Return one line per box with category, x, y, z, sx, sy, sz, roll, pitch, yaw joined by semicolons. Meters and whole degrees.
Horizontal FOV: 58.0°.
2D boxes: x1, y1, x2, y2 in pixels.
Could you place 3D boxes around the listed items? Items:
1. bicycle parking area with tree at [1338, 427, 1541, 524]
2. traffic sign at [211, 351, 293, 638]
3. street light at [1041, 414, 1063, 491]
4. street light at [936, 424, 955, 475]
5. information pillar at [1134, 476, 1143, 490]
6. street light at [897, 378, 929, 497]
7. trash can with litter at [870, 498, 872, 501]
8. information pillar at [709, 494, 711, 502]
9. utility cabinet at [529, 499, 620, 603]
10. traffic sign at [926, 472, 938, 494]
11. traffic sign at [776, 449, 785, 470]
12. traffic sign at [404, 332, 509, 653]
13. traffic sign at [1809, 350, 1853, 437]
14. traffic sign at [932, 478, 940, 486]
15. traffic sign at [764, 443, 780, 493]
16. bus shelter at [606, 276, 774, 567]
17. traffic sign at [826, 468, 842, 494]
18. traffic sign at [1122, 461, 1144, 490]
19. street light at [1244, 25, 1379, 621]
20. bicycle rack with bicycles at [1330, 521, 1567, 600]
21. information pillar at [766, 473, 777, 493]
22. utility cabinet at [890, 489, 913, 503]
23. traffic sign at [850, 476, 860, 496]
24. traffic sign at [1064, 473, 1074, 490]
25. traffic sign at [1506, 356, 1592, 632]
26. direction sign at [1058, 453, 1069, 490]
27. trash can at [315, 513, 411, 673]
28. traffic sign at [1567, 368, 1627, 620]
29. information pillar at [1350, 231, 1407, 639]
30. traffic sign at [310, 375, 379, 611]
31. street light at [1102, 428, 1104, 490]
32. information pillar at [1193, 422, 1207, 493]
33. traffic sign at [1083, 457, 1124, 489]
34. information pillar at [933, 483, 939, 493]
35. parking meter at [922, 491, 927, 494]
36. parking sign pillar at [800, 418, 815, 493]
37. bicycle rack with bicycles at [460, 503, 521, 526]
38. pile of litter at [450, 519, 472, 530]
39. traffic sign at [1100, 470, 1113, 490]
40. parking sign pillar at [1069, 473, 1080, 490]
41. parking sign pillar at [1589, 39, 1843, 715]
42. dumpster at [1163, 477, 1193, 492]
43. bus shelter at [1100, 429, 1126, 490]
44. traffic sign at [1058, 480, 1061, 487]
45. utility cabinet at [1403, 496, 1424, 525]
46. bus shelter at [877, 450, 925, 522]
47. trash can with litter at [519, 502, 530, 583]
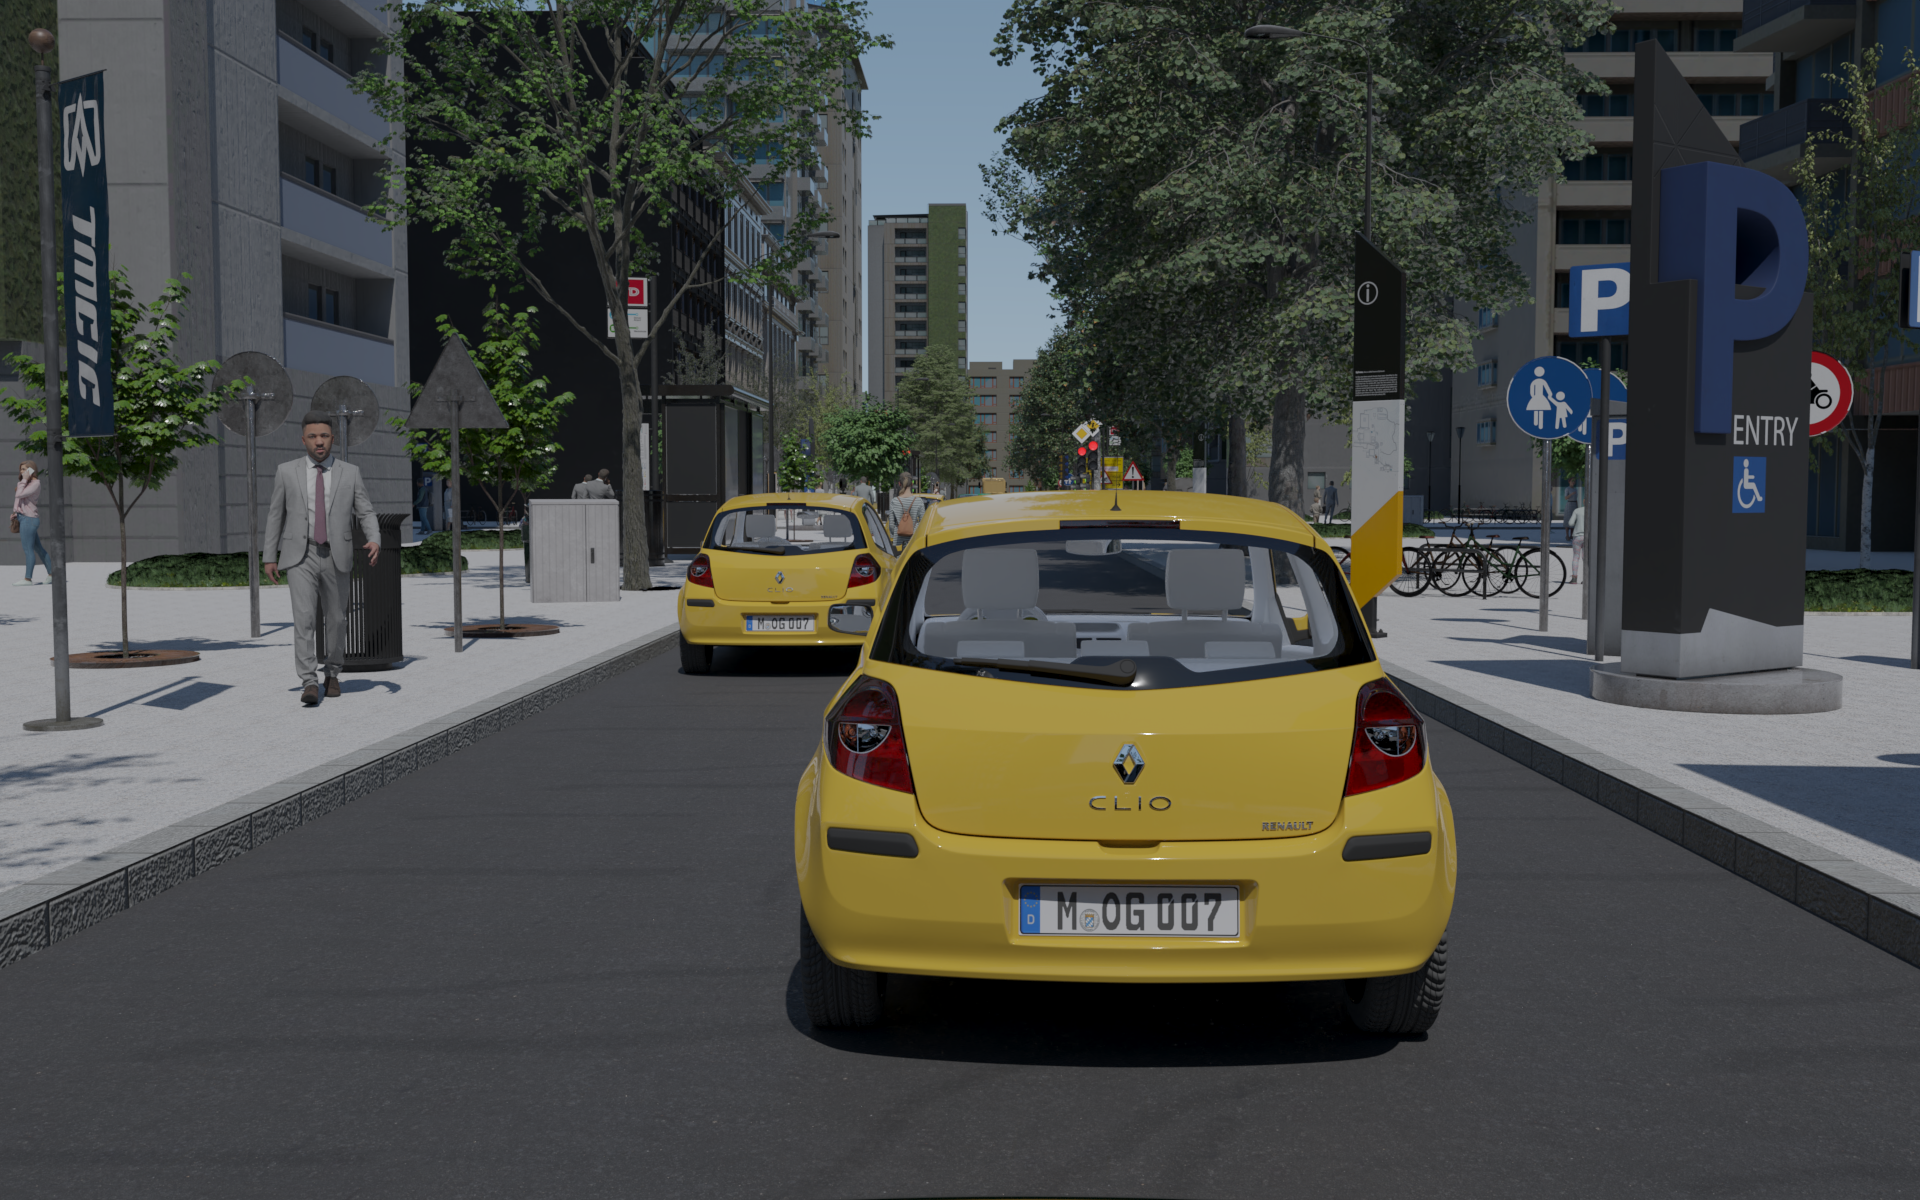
bicycle parking area with tree;21.286;-5.487;76.714;9.016;4.147;8.231;1;4;15
traffic sign;-6.303;-0.937;15.419;0.768;2.556;0.104;0;4;7
street light;5.373;-7.815;100.317;1.470;5.913;1.316;0;4;1
street light;-1.015;-8.665;114.206;1.470;5.913;1.316;0;4;1
information pillar;7.410;-4.131;72.029;0.304;2.012;0.304;-2;4;-33
street light;-1.937;-5.920;69.326;1.470;5.913;1.316;0;4;1
trash can with litter;-3.629;-2.909;58.626;2.233;1.210;1.678;-2;4;-32
information pillar;-6.420;-2.517;45.646;0.304;2.012;0.304;1;4;20
utility cabinet;-4.584;-0.578;20.610;1.020;1.237;0.306;-1;4;-19
traffic sign;-1.671;-6.141;100.518;0.768;2.556;0.104;0;4;3
traffic sign;-4.771;-2.917;47.795;0.768;2.556;0.104;0;4;8
traffic sign;-4.065;-0.854;13.969;0.884;2.594;0.081;0;4;8
traffic sign;7.481;-0.935;15.387;0.768;2.556;0.104;1;4;10
traffic sign;-1.804;-7.596;124.292;0.768;2.556;0.104;1;4;10
traffic sign;-4.874;-2.641;43.279;0.768;2.556;0.104;1;4;10
bus shelter;-5.357;-3.484;34.602;2.179;5.291;8.768;0;4;1
traffic sign;-5.912;-4.973;81.407;0.768;2.556;0.104;1;4;10
traffic sign;6.822;-4.181;68.366;0.884;2.594;0.081;1;4;9
street light;3.519;-2.739;17.329;1.470;5.913;1.316;0;4;1
bicycle rack with bicycles;6.326;-0.530;22.049;2.925;0.926;2.852;3;5;42
information pillar;-6.459;-3.353;59.317;0.304;2.012;0.304;-1;4;-23
utility cabinet;-2.495;-3.939;73.079;0.318;1.500;1.173;-3;5;-42
traffic sign;-5.122;-5.308;86.899;0.768;2.556;0.104;0;4;4
traffic sign;6.498;-6.372;104.287;0.768;2.556;0.104;0;4;7
traffic sign;5.446;-0.977;16.087;0.768;2.556;0.104;0;4;7
direction sign;5.781;-6.409;96.780;0.379;3.537;0.876;3;5;41
trash can;-4.390;-0.060;12.637;0.748;1.137;0.748;0;3;0
traffic sign;6.393;-1.071;17.611;0.768;2.556;0.104;0;4;2
information pillar;3.699;-1.469;15.380;0.504;3.616;0.183;3;5;44
traffic sign;-6.608;-1.131;18.605;0.768;2.556;0.104;0;4;6
street light;4.518;-5.421;61.172;1.470;5.913;1.316;0;4;1
information pillar;7.585;-3.879;54.779;0.183;3.616;0.504;-3;5;-43
traffic sign;7.785;-6.153;94.472;2.265;3.308;0.079;0;4;5
information pillar;-1.554;-6.544;111.485;0.304;2.012;0.304;-2;4;-32
parking meter;-2.154;-5.863;104.271;0.372;1.533;0.369;0;3;0
parking sign pillar;-5.351;-4.442;61.092;1.447;3.967;1.447;0;4;-8
bicycle rack with bicycles;-19.156;-3.527;71.043;2.852;0.926;2.925;0;4;5
pile of litter;-18.439;-2.943;62.090;1.719;0.858;1.176;0;4;-3
traffic sign;7.746;-5.673;92.757;0.884;2.594;0.081;0;4;8
parking sign pillar;8.831;-9.367;141.617;1.447;3.967;1.447;-2;4;-25
parking sign pillar;4.683;-1.357;10.658;1.447;3.967;1.447;-2;4;-34
dumpster;7.817;-3.360;60.691;1.264;1.857;1.865;0;4;1
bus shelter;8.377;-7.457;99.559;2.179;5.291;8.768;0;4;1
traffic sign;7.963;-8.192;134.040;0.768;2.556;0.104;1;4;10
utility cabinet;18.194;-3.599;70.008;1.020;1.237;0.306;3;5;40
bus shelter;-2.955;-6.534;84.458;2.179;5.291;8.768;0;4;1
trash can with litter;-5.831;-0.838;25.093;1.055;1.170;0.624;-1;4;-20
